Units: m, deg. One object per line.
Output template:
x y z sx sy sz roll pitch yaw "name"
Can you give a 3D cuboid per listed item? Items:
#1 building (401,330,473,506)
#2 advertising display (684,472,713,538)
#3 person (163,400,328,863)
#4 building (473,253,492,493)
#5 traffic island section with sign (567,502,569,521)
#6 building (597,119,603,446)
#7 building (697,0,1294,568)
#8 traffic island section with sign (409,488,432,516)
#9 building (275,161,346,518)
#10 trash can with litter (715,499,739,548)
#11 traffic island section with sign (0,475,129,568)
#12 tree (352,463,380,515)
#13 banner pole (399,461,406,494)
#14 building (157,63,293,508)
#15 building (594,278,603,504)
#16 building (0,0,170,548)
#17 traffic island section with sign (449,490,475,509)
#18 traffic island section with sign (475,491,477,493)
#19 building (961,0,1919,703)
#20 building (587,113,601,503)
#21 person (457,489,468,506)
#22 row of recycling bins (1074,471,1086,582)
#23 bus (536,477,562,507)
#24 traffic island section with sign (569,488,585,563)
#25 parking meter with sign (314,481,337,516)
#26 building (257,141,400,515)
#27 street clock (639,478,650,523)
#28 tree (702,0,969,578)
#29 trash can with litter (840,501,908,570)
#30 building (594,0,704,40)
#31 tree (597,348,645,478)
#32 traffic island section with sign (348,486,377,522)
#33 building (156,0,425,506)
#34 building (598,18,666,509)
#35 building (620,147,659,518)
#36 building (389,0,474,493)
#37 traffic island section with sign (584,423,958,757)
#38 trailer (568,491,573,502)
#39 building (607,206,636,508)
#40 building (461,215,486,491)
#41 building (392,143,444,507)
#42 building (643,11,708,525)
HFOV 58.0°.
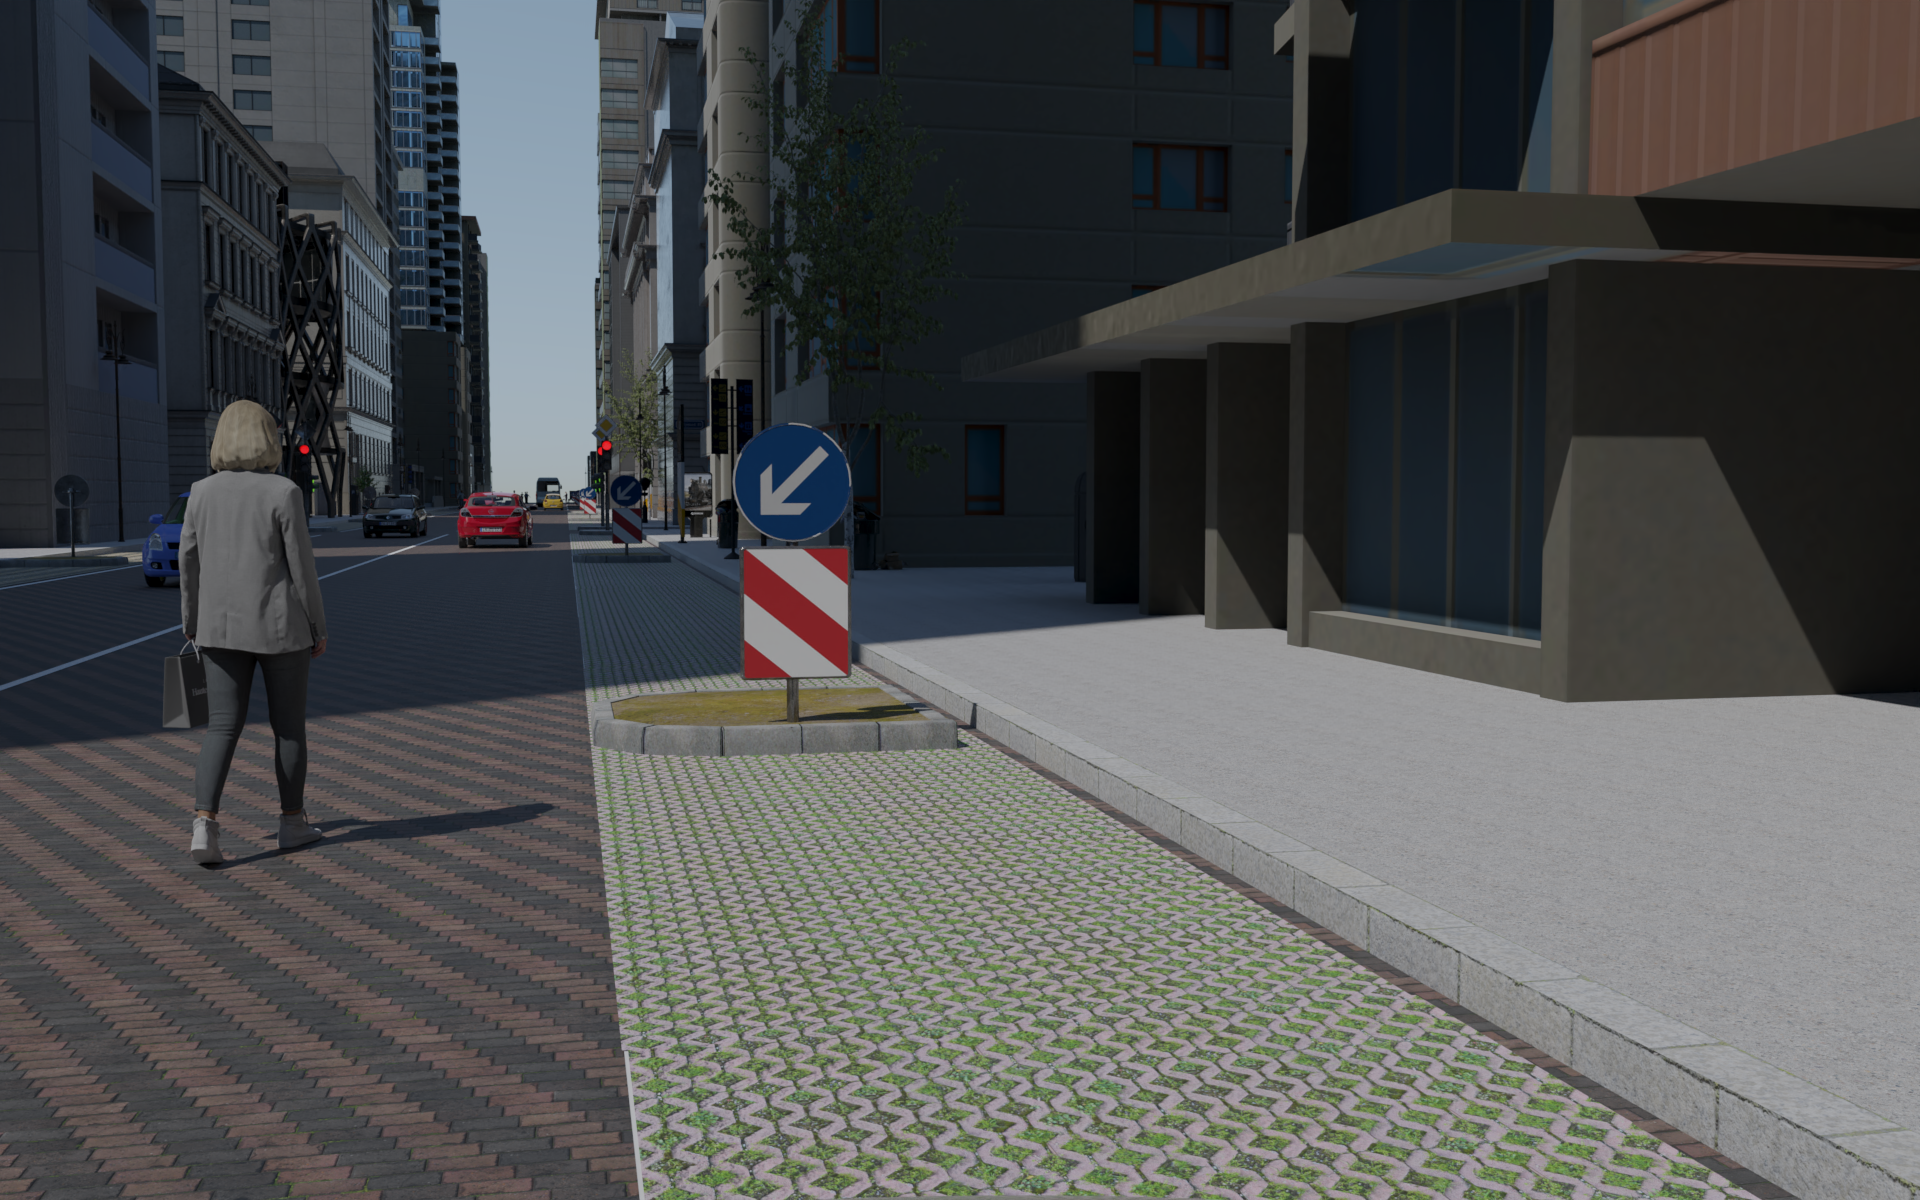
-70.293 -21.443 195.638 27.650 21.520 28.899 -1 4 -13 "building"
-7.756 -2.795 50.905 0.974 1.923 0.123 -1 4 -23 "advertising display"
-2.882 0.112 6.857 0.709 1.800 0.728 0 4 8 "person"
-84.679 -36.728 284.091 14.154 41.232 14.086 -1 4 -13 "building"
-19.598 -5.047 91.144 1.989 1.847 2.006 -1 4 -13 "traffic island section with sign"
-31.056 -35.735 203.867 23.786 49.044 30.456 -1 4 -13 "building"
8.038 -12.304 46.204 27.650 21.520 28.899 -1 4 -13 "building"
-36.018 -6.477 114.527 1.989 1.847 2.006 -1 4 -13 "traffic island section with sign"
-41.479 -13.671 90.967 16.820 18.784 16.811 -1 4 -13 "building"
-5.604 -1.818 41.116 0.624 1.170 1.055 -1 4 -20 "trash can with litter"
-17.799 -1.586 34.553 1.989 1.847 2.006 -1 4 -13 "traffic island section with sign"
-36.266 -6.808 105.914 1.663 3.219 1.824 0 3 0 "tree"
-41.540 -8.517 129.267 0.401 3.779 0.863 1 4 23 "banner pole"
-35.100 -12.752 73.119 10.561 19.102 19.286 -1 4 -13 "building"
-41.806 -28.188 232.574 14.160 30.474 14.107 -1 4 -13 "building"
-37.167 -30.735 44.517 28.212 58.520 21.231 -1 4 -13 "building"
-47.287 -9.503 163.995 1.989 1.847 2.006 -1 4 -13 "traffic island section with sign"
-53.265 -11.110 190.282 1.989 1.847 2.006 -1 4 -13 "traffic island section with sign"
13.649 -21.675 9.014 22.147 44.769 28.867 -1 4 -13 "building"
-50.014 -59.397 283.818 22.319 86.520 31.000 -1 4 -13 "building"
-41.351 -8.271 143.806 0.705 1.814 1.350 2 4 25 "person"
3.276 -1.155 26.002 3.534 1.692 1.069 -2 4 -28 "row of recycling bins"
-46.748 -12.356 196.884 2.948 3.499 13.247 -1 4 -13 "bus"
-7.190 -1.714 36.660 1.989 1.847 2.006 -1 4 -13 "traffic island section with sign"
-38.136 -6.554 103.413 0.543 3.016 1.738 3 4 39 "parking meter with sign"
-48.195 -17.487 119.203 16.112 22.955 30.059 -1 4 -13 "building"
-13.939 -4.405 76.592 0.358 2.002 0.471 3 5 42 "street clock"
-1.702 -4.618 25.866 4.737 8.622 4.395 0 3 0 "tree"
-1.455 -1.099 29.349 1.055 1.170 0.624 -2 4 -27 "trash can with litter"
-21.923 -35.879 175.864 28.713 52.752 27.495 -1 4 -13 "building"
-15.636 -8.275 85.653 4.737 8.622 4.395 0 3 0 "tree"
-30.028 -4.869 88.235 1.989 1.847 2.006 -1 4 -13 "traffic island section with sign"
-56.911 -43.309 146.356 20.563 71.187 20.611 -1 4 -13 "building"
-24.813 -28.788 154.279 14.154 41.232 14.086 -1 4 -13 "building"
-13.037 -15.987 103.191 13.314 21.916 24.055 -1 4 -13 "building"
-76.903 -56.188 231.348 22.319 86.520 31.000 -1 4 -13 "building"
-1.199 -0.107 10.376 1.989 1.847 2.006 -1 4 -13 "traffic island section with sign"
-65.257 -17.407 291.658 1.471 1.999 3.904 -1 4 -12 "trailer"
-18.699 -18.988 129.517 14.314 24.678 30.058 -1 4 -13 "building"
-83.770 -37.145 261.942 22.147 44.769 28.867 -1 4 -13 "building"
-67.696 -29.126 168.093 32.217 40.220 23.993 -1 4 -13 "building"
3.575 -15.902 79.077 34.723 24.649 14.460 -1 4 -13 "building"
